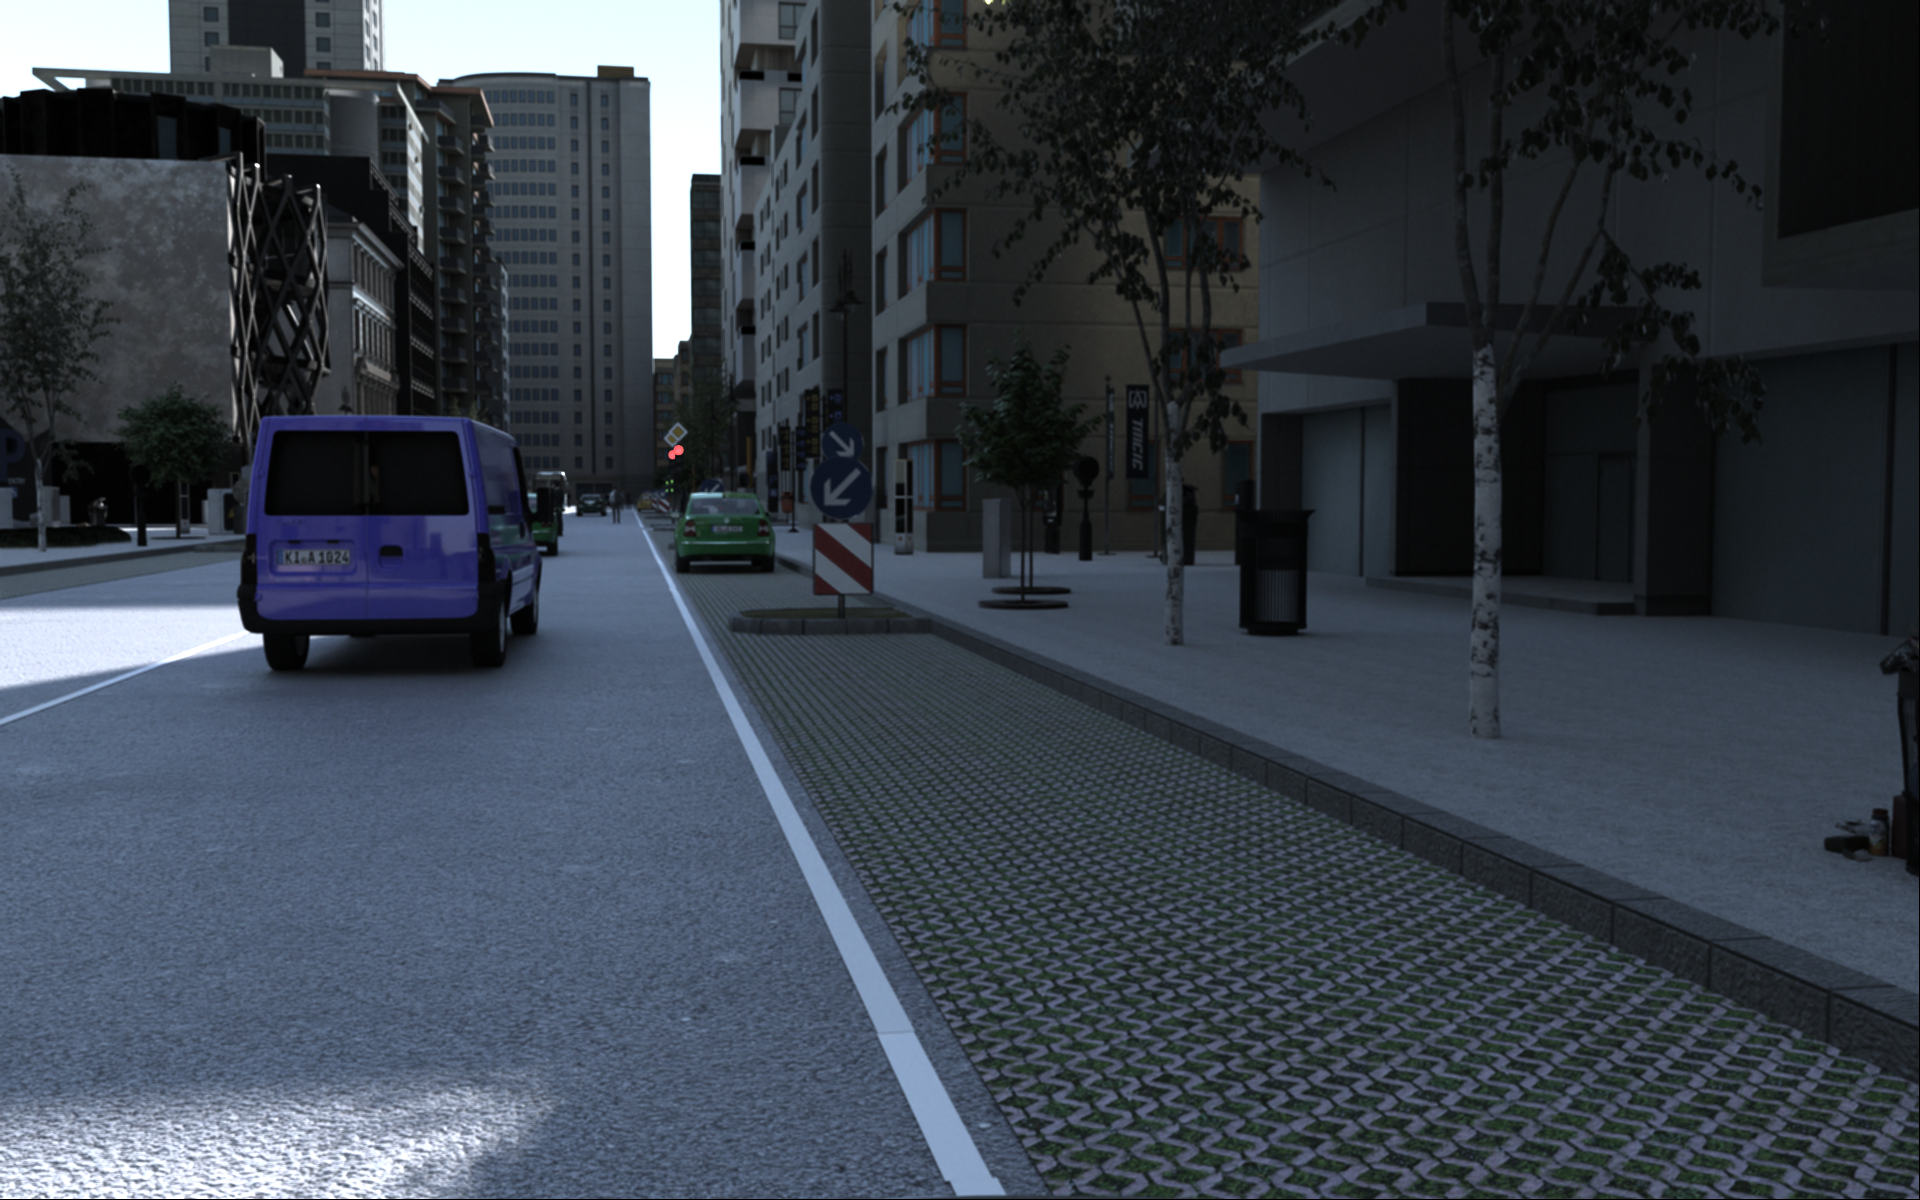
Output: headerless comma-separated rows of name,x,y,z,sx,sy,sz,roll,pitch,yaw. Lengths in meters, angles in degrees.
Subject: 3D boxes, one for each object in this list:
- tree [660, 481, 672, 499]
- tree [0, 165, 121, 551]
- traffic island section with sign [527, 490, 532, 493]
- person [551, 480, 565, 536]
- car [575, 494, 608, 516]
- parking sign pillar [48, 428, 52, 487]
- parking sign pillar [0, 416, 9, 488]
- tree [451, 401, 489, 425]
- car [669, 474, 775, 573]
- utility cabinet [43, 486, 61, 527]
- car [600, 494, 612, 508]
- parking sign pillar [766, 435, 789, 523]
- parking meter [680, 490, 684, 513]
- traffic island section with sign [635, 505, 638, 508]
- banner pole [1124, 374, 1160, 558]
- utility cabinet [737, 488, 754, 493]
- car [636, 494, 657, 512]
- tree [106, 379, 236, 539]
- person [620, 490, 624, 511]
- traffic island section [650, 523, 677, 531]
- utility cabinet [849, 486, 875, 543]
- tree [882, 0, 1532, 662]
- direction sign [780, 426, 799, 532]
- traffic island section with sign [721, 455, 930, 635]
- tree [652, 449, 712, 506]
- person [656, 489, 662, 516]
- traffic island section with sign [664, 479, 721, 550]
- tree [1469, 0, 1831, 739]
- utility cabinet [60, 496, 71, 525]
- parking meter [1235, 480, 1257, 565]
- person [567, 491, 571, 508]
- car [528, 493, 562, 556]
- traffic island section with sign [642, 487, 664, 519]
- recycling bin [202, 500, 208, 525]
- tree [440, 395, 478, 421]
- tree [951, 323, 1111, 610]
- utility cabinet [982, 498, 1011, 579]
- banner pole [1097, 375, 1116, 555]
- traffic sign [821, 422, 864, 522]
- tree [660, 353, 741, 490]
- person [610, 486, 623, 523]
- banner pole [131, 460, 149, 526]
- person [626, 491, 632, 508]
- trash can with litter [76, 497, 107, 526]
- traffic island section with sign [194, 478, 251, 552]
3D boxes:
tree,-30.604,-11.495,182.551,1.663,3.219,1.824,0,3,0
tree,-20.556,-5.375,38.247,4.360,8.622,3.978,0,3,0
traffic island section with sign,-42.962,-10.061,173.119,1.989,1.847,2.006,-1,4,-11
person,-13.764,-3.130,59.044,0.474,1.900,0.648,0,4,-2
car,-24.071,-6.200,113.161,2.131,1.459,4.920,-1,4,-9
parking sign pillar,-37.692,-5.014,70.445,1.447,3.967,1.447,-3,5,-40
parking sign pillar,-28.514,-3.874,51.804,1.447,3.967,1.447,1,4,12
tree,-38.740,-11.394,136.660,4.360,8.622,3.978,0,3,0
car,-4.510,-1.469,32.816,1.959,1.807,4.718,-1,4,-10
utility cabinet,-26.070,-2.508,49.680,0.318,1.500,1.173,-1,4,-18
car,-37.614,-10.591,182.952,2.009,1.686,4.222,-1,4,-12
parking sign pillar,-8.426,-5.468,77.867,1.447,3.967,1.447,-1,4,-10
parking meter,-19.343,-6.828,120.050,0.372,1.533,0.369,0,3,0
traffic island section with sign,-31.749,-10.192,175.268,1.989,1.847,2.006,-1,4,-11
banner pole,3.735,-2.748,34.940,0.863,3.779,0.401,-1,4,-8
utility cabinet,-7.349,-3.091,59.221,0.318,1.500,1.173,0,4,7
car,-24.966,-7.862,138.767,2.015,1.641,3.980,-1,4,-11
tree,-22.591,-4.037,49.712,4.285,4.588,4.351,0,3,0
person,-28.090,-8.265,143.974,0.444,1.785,0.601,1,4,17
traffic island section,-12.443,-3.246,75.353,2.009,0.180,2.903,-1,4,-11
utility cabinet,-2.578,-2.236,45.233,0.318,1.500,1.173,-2,4,-25
tree,1.614,-3.917,14.399,4.360,8.622,3.978,0,3,0
direction sign,-5.591,-4.038,58.022,0.876,3.537,0.379,1,4,11
traffic island section with sign,-1.455,-0.601,18.455,1.989,1.847,2.006,-1,4,-11
tree,-19.055,-8.482,122.399,4.285,4.588,4.351,0,3,0
person,-18.595,-6.018,107.468,0.480,1.755,0.524,0,4,3
traffic island section with sign,-6.598,-2.231,45.109,1.989,1.847,2.006,-1,4,-11
tree,2.891,-3.567,8.690,4.360,8.622,3.978,0,3,0
utility cabinet,-37.597,-3.723,72.033,1.020,1.237,0.306,-2,4,-34
parking meter,5.177,-1.404,31.374,0.372,1.533,0.369,0,3,0
person,-41.134,-10.549,181.801,0.721,1.723,1.217,-2,4,-35
car,-10.541,-1.999,41.473,1.959,1.807,4.718,-1,4,-13
traffic island section with sign,-17.191,-5.581,99.884,1.989,1.847,2.006,-1,4,-11
recycling bin,-31.241,-3.659,72.385,0.722,1.027,0.722,-2,4,-32
tree,-36.836,-10.885,128.339,4.737,8.622,4.395,0,3,0
tree,0.661,-1.539,19.769,1.663,3.219,1.824,0,3,0
utility cabinet,0.565,-0.954,26.759,0.306,1.237,1.020,1,4,10
banner pole,3.130,-2.826,36.221,0.401,3.779,0.863,0,4,-7
traffic sign,-2.094,-1.877,30.787,0.768,2.556,0.104,-1,4,-9
tree,-13.168,-8.496,89.266,4.737,8.622,4.395,0,3,0
person,-16.948,-4.701,85.468,0.679,1.850,0.850,-1,4,-20
banner pole,-33.520,-4.939,70.776,0.401,3.779,0.863,2,4,27
person,-32.856,-9.983,172.166,0.568,1.767,0.683,2,4,27
trash can with litter,-29.942,-2.950,59.617,1.055,1.170,0.624,0,4,-7
traffic island section with sign,-17.887,-2.121,43.302,1.989,1.847,2.006,-1,4,-11
